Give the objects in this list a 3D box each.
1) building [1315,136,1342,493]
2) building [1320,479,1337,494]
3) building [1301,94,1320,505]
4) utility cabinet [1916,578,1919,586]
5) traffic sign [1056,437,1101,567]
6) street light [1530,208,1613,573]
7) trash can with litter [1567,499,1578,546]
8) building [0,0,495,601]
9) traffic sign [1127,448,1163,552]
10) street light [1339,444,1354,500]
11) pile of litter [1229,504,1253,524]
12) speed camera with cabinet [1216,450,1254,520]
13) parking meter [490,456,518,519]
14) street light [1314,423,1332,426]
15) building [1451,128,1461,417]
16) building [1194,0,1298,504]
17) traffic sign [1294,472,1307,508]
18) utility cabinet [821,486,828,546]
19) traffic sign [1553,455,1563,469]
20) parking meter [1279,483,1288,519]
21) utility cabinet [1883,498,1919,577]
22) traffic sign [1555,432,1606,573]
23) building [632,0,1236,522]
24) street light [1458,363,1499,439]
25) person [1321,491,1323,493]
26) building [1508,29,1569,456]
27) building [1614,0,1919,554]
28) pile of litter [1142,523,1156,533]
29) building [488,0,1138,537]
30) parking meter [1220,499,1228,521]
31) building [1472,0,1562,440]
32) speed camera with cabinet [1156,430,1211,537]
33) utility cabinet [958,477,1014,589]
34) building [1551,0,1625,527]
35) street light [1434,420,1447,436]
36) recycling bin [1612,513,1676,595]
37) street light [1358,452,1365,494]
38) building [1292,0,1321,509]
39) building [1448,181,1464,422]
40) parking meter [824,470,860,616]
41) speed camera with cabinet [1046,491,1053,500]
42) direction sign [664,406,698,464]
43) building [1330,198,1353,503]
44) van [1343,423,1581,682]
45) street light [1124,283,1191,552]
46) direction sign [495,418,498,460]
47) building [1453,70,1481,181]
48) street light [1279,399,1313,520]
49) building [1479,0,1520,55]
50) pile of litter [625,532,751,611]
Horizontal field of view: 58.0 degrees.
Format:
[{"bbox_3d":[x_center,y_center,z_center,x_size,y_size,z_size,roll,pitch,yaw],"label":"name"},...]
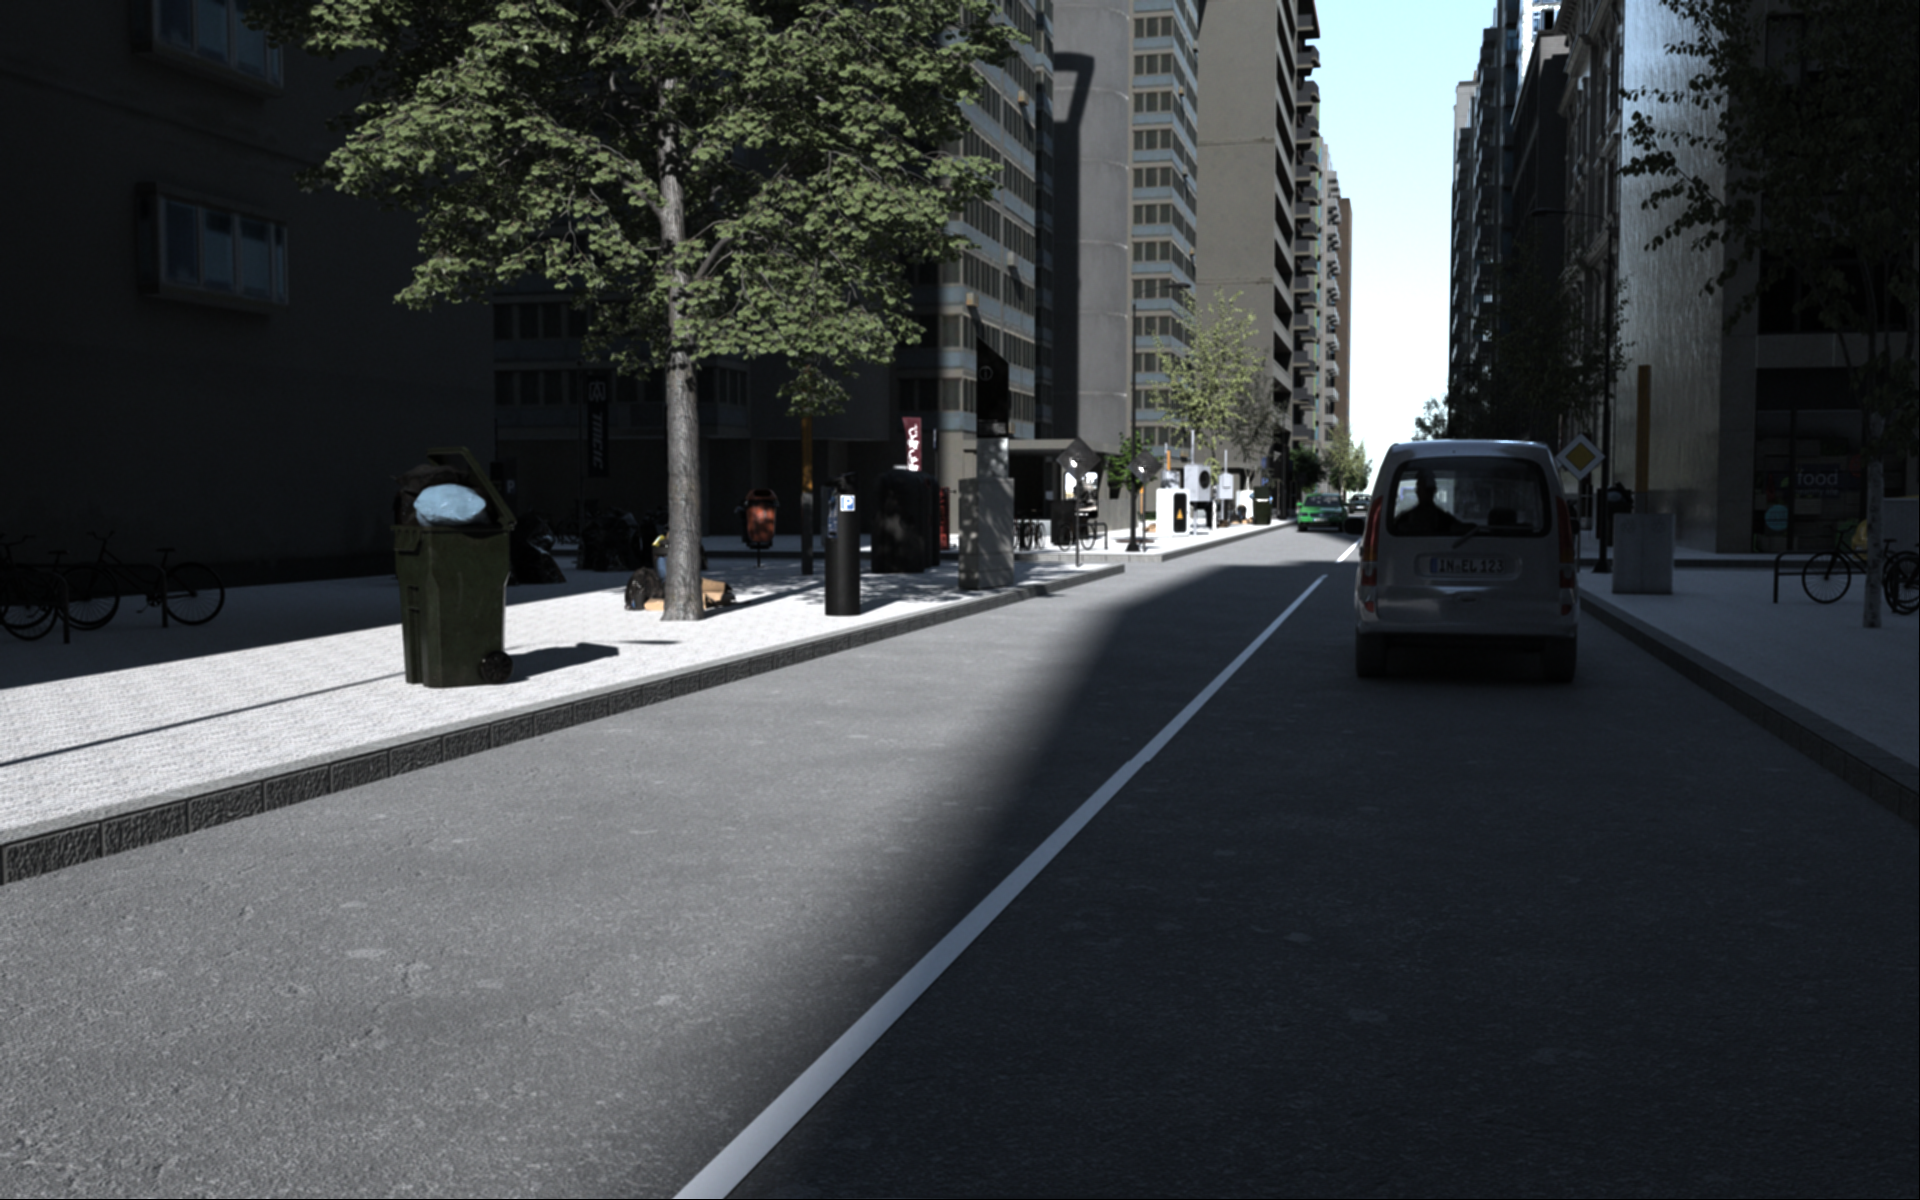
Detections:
[{"bbox_3d":[39.822,-37.623,234.749,23.786,49.044,30.456,1,4,14],"label":"building"},{"bbox_3d":[29.300,-31.652,209.390,32.217,40.220,23.993,1,4,14],"label":"building"},{"bbox_3d":[27.496,-29.724,169.580,14.154,41.232,14.086,1,4,14],"label":"building"},{"bbox_3d":[13.838,-0.800,24.244,1.020,1.237,0.306,-2,4,-29],"label":"utility cabinet"},{"bbox_3d":[2.061,-1.631,30.302,0.795,2.450,0.064,1,4,14],"label":"traffic sign"},{"bbox_3d":[9.959,-3.405,28.209,1.470,5.913,1.316,1,4,14],"label":"street light"},{"bbox_3d":[14.133,-1.815,41.069,0.624,1.170,1.055,-2,4,-31],"label":"trash can with litter"},{"bbox_3d":[-21.015,-24.330,21.495,21.600,48.544,21.300,1,4,14],"label":"building"},{"bbox_3d":[4.051,-2.104,38.036,0.795,2.450,0.064,1,4,14],"label":"traffic sign"},{"bbox_3d":[35.441,-11.421,159.275,1.470,5.913,1.316,1,4,14],"label":"street light"},{"bbox_3d":[12.398,-3.747,75.228,1.719,0.858,1.176,0,4,-4],"label":"pile of litter"},{"bbox_3d":[12.479,-5.104,77.788,2.038,3.252,0.660,-1,4,-17],"label":"speed camera with cabinet"},{"bbox_3d":[-7.053,-1.289,26.793,0.255,1.863,0.399,2,4,25],"label":"parking meter"},{"bbox_3d":[23.434,-8.569,112.637,1.470,5.913,1.316,1,4,14],"label":"street light"},{"bbox_3d":[69.766,-35.723,203.671,23.786,49.044,30.456,1,4,14],"label":"building"},{"bbox_3d":[12.518,-30.595,123.929,21.300,48.544,21.600,1,4,14],"label":"building"},{"bbox_3d":[19.905,-6.188,101.272,0.768,2.556,0.104,1,4,23],"label":"traffic sign"},{"bbox_3d":[-3.042,-2.011,41.560,0.318,1.500,1.173,-1,4,-21],"label":"utility cabinet"},{"bbox_3d":[12.079,-1.976,35.957,0.795,2.450,0.064,1,4,14],"label":"traffic sign"},{"bbox_3d":[16.642,-5.097,89.042,0.399,1.863,0.255,0,4,5],"label":"parking meter"},{"bbox_3d":[15.207,-1.017,27.790,1.020,1.237,0.306,0,4,5],"label":"utility cabinet"},{"bbox_3d":[10.089,-1.503,28.223,0.795,2.450,0.064,1,4,14],"label":"traffic sign"},{"bbox_3d":[0.918,-25.081,101.959,32.217,40.220,23.993,1,4,14],"label":"building"},{"bbox_3d":[18.443,-5.432,61.356,1.470,5.913,1.316,1,4,14],"label":"street light"},{"bbox_3d":[39.778,-11.118,190.371,1.348,1.812,0.705,0,4,6],"label":"person"},{"bbox_3d":[38.002,-18.408,94.485,14.314,27.812,24.014,1,4,14],"label":"building"},{"bbox_3d":[35.134,-14.498,41.558,34.151,26.468,19.350,1,4,14],"label":"building"},{"bbox_3d":[6.672,-2.716,58.364,1.176,0.858,1.719,2,4,27],"label":"pile of litter"},{"bbox_3d":[-10.481,-22.669,62.513,32.217,40.220,23.993,1,4,14],"label":"building"},{"bbox_3d":[12.577,-4.531,82.492,0.372,1.533,0.369,0,3,0],"label":"parking meter"},{"bbox_3d":[51.348,-50.014,130.399,22.319,86.520,31.000,1,4,14],"label":"building"},{"bbox_3d":[6.813,-3.569,52.682,0.660,3.252,2.038,3,5,44],"label":"speed camera with cabinet"},{"bbox_3d":[0.355,-0.915,23.631,0.318,1.500,1.173,2,4,26],"label":"utility cabinet"},{"bbox_3d":[32.265,-17.349,71.053,14.401,28.519,23.554,1,4,14],"label":"building"},{"bbox_3d":[30.517,-8.296,108.174,1.470,5.913,1.316,1,4,14],"label":"street light"},{"bbox_3d":[8.879,-0.607,22.481,0.722,1.027,0.722,2,4,24],"label":"recycling bin"},{"bbox_3d":[43.945,-13.454,192.509,1.470,5.913,1.316,1,4,14],"label":"street light"},{"bbox_3d":[19.220,-30.238,149.017,22.147,44.769,28.867,1,4,14],"label":"building"},{"bbox_3d":[71.196,-33.205,226.494,14.154,41.232,14.086,1,4,14],"label":"building"},{"bbox_3d":[-1.245,-0.608,18.346,0.372,1.533,0.369,0,3,0],"label":"parking meter"},{"bbox_3d":[3.927,-5.771,88.695,0.660,3.252,2.038,3,5,41],"label":"speed camera with cabinet"},{"bbox_3d":[-7.215,-3.237,44.919,0.876,3.537,0.379,-1,4,-21],"label":"direction sign"},{"bbox_3d":[50.429,-37.044,255.772,14.600,45.320,14.200,1,4,14],"label":"building"},{"bbox_3d":[4.260,-0.471,14.720,2.013,2.044,4.112,1,4,15],"label":"van"},{"bbox_3d":[4.379,-4.022,38.307,1.470,5.913,1.316,1,4,14],"label":"street light"},{"bbox_3d":[-14.225,-3.646,51.614,0.876,3.537,0.379,-1,4,-15],"label":"direction sign"},{"bbox_3d":[80.445,-43.021,245.389,21.231,58.520,28.212,1,4,14],"label":"building"},{"bbox_3d":[16.431,-6.882,85.064,1.470,5.913,1.316,1,4,14],"label":"street light"},{"bbox_3d":[59.663,-33.137,161.400,23.786,49.044,30.456,1,4,14],"label":"building"},{"bbox_3d":[-3.097,-0.353,19.729,1.719,0.858,1.176,-3,4,-36],"label":"pile of litter"}]
